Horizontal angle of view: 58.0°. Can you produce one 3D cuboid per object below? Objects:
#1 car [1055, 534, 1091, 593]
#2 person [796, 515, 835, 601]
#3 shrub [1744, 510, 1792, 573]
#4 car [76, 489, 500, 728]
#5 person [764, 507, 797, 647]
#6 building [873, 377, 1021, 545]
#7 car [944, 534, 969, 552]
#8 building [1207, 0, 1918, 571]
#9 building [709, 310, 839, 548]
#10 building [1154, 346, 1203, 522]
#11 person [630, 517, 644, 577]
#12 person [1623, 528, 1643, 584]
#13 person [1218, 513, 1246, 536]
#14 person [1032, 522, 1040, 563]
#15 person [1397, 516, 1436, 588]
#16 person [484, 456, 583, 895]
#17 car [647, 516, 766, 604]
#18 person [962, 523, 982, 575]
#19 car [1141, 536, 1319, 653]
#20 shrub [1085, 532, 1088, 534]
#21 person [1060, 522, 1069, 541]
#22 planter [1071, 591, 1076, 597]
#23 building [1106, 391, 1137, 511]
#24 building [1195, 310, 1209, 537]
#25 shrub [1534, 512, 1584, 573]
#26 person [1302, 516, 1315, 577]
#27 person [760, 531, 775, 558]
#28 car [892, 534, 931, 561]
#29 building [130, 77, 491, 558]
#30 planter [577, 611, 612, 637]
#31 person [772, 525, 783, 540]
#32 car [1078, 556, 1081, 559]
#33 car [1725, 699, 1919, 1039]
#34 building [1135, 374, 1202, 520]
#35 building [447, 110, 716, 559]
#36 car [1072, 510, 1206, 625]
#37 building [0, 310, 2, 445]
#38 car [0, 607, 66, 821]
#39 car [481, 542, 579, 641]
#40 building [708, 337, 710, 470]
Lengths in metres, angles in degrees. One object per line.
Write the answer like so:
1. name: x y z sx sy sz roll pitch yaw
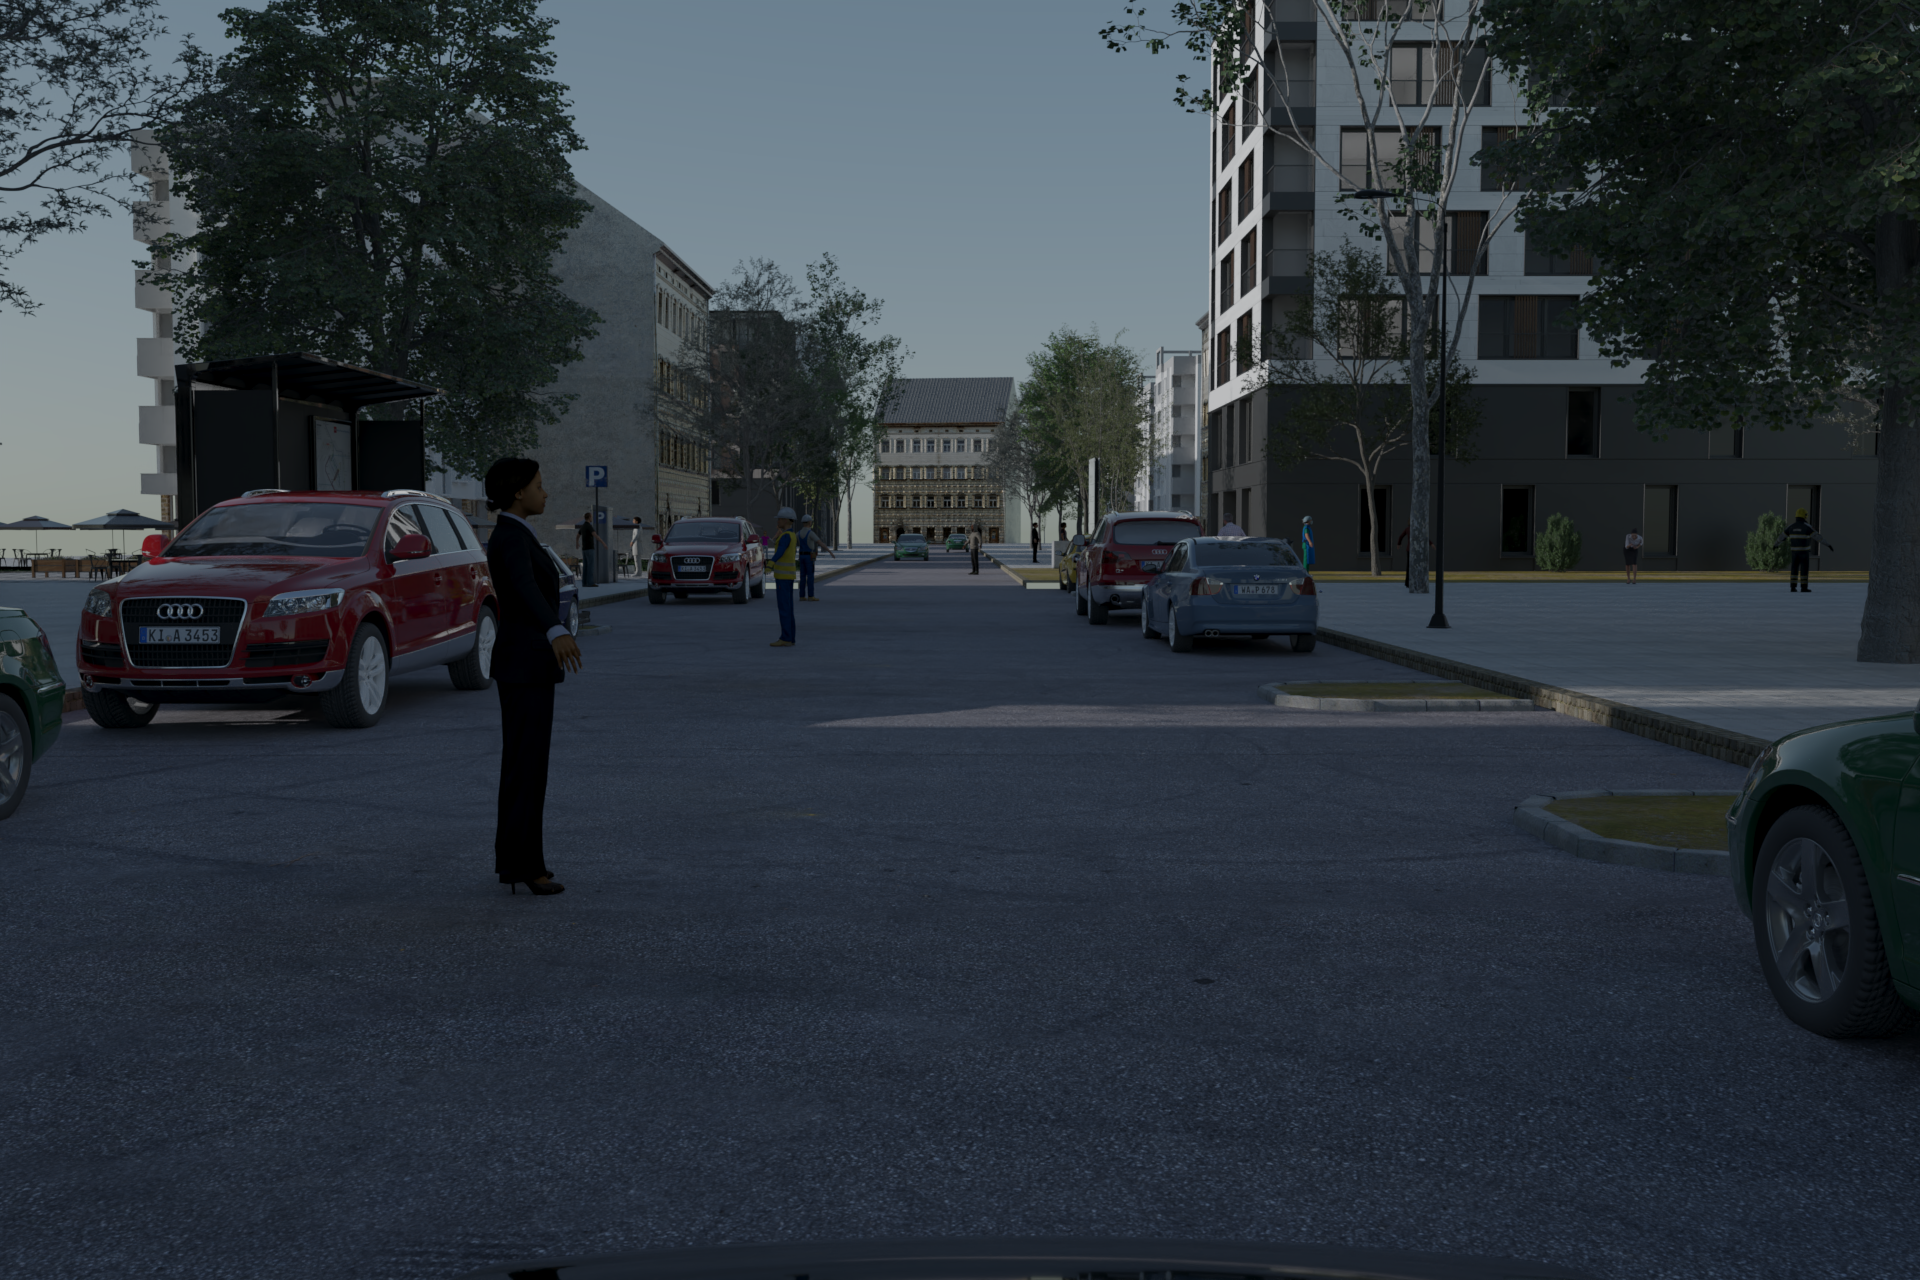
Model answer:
1. car: 3.418 -2.023 43.295 2.015 1.641 3.980 0 4 -1
2. person: -3.252 -1.757 37.037 1.347 1.847 0.705 2 4 34
3. shrub: 26.957 -3.278 57.632 1.661 2.075 1.752 0 3 0
4. car: -5.349 -0.354 14.457 2.281 1.827 5.304 0 3 0
5. person: -2.314 -0.812 22.190 0.721 1.772 1.216 0 4 7
6. building: -1.504 -24.986 241.902 18.063 23.208 19.493 1 4 8
7. car: -0.195 -7.630 136.548 2.131 1.459 4.920 0 4 0
8. building: 24.392 -14.138 75.134 27.936 21.610 32.646 0 3 0
9. building: -27.199 -20.221 174.594 27.936 21.610 32.646 0 4 0
10. building: 24.878 -19.489 175.063 16.016 20.090 11.380 0 4 0
11. person: -9.771 -2.823 52.337 0.705 1.806 1.347 0 4 -4
12. person: 17.185 -2.145 44.304 0.628 1.438 0.799 -1 4 -16
13. person: 5.547 -1.753 35.641 0.756 1.711 0.436 -1 4 -11
14. person: 3.377 -4.333 77.037 0.705 1.806 1.347 1 4 10
15. person: 10.807 -2.098 41.104 0.721 1.729 1.215 -2 4 -30
16. person: -1.686 0.134 6.995 0.721 1.740 1.216 -1 4 -21
17. car: -5.365 -1.742 37.155 2.281 1.827 5.304 0 4 0
18. person: 0.489 -3.203 60.960 0.705 1.813 1.348 -2 4 -27
19. car: 3.403 -0.627 22.251 2.014 1.417 4.499 0 4 -1
20. shrub: 5.307 -3.639 63.547 1.661 2.075 1.752 0 3 0
21. person: 4.700 -4.385 77.844 0.704 1.843 1.345 1 4 12
22. planter: 3.591 -1.168 40.243 1.991 0.319 1.994 0 4 -1
23. building: 23.844 -22.357 221.960 16.016 20.090 11.380 0 4 -1
24. building: 26.538 -17.383 115.149 19.493 23.208 18.063 0 4 0
25. shrub: 19.980 -3.269 57.867 1.690 2.028 1.600 0 3 0
26. person: 10.398 -2.784 51.649 0.704 1.817 1.347 1 4 10
27. person: -8.571 -4.087 76.081 0.991 1.433 0.599 -1 4 -15
28. car: -2.596 -4.971 93.077 2.131 1.459 4.920 0 4 -1
29. building: -28.229 -13.256 73.149 16.016 20.090 11.380 0 4 -1
30. planter: -6.101 -0.232 24.933 1.991 0.319 1.994 0 4 0
31. person: -8.277 -4.387 78.522 0.721 1.733 1.217 1 4 19
32. car: 3.544 -1.497 37.056 1.945 1.354 3.894 0 4 -1
33. car: 3.373 0.503 3.573 2.131 1.459 4.920 0 4 -2
34. building: 25.783 -21.204 203.105 16.016 20.090 11.380 0 4 0
35. building: -24.993 -16.403 99.121 19.493 23.208 18.063 0 4 1
36. car: 3.051 -1.237 28.891 2.281 1.827 5.304 0 4 0
37. building: -31.836 -12.908 30.124 14.460 24.649 34.723 0 4 0
38. car: -5.681 0.278 7.249 2.131 1.459 4.920 0 3 0
39. car: -6.010 -0.567 21.848 1.945 1.354 3.894 0 4 0
40. building: -28.429 -17.874 123.171 19.493 23.208 18.063 0 3 0
